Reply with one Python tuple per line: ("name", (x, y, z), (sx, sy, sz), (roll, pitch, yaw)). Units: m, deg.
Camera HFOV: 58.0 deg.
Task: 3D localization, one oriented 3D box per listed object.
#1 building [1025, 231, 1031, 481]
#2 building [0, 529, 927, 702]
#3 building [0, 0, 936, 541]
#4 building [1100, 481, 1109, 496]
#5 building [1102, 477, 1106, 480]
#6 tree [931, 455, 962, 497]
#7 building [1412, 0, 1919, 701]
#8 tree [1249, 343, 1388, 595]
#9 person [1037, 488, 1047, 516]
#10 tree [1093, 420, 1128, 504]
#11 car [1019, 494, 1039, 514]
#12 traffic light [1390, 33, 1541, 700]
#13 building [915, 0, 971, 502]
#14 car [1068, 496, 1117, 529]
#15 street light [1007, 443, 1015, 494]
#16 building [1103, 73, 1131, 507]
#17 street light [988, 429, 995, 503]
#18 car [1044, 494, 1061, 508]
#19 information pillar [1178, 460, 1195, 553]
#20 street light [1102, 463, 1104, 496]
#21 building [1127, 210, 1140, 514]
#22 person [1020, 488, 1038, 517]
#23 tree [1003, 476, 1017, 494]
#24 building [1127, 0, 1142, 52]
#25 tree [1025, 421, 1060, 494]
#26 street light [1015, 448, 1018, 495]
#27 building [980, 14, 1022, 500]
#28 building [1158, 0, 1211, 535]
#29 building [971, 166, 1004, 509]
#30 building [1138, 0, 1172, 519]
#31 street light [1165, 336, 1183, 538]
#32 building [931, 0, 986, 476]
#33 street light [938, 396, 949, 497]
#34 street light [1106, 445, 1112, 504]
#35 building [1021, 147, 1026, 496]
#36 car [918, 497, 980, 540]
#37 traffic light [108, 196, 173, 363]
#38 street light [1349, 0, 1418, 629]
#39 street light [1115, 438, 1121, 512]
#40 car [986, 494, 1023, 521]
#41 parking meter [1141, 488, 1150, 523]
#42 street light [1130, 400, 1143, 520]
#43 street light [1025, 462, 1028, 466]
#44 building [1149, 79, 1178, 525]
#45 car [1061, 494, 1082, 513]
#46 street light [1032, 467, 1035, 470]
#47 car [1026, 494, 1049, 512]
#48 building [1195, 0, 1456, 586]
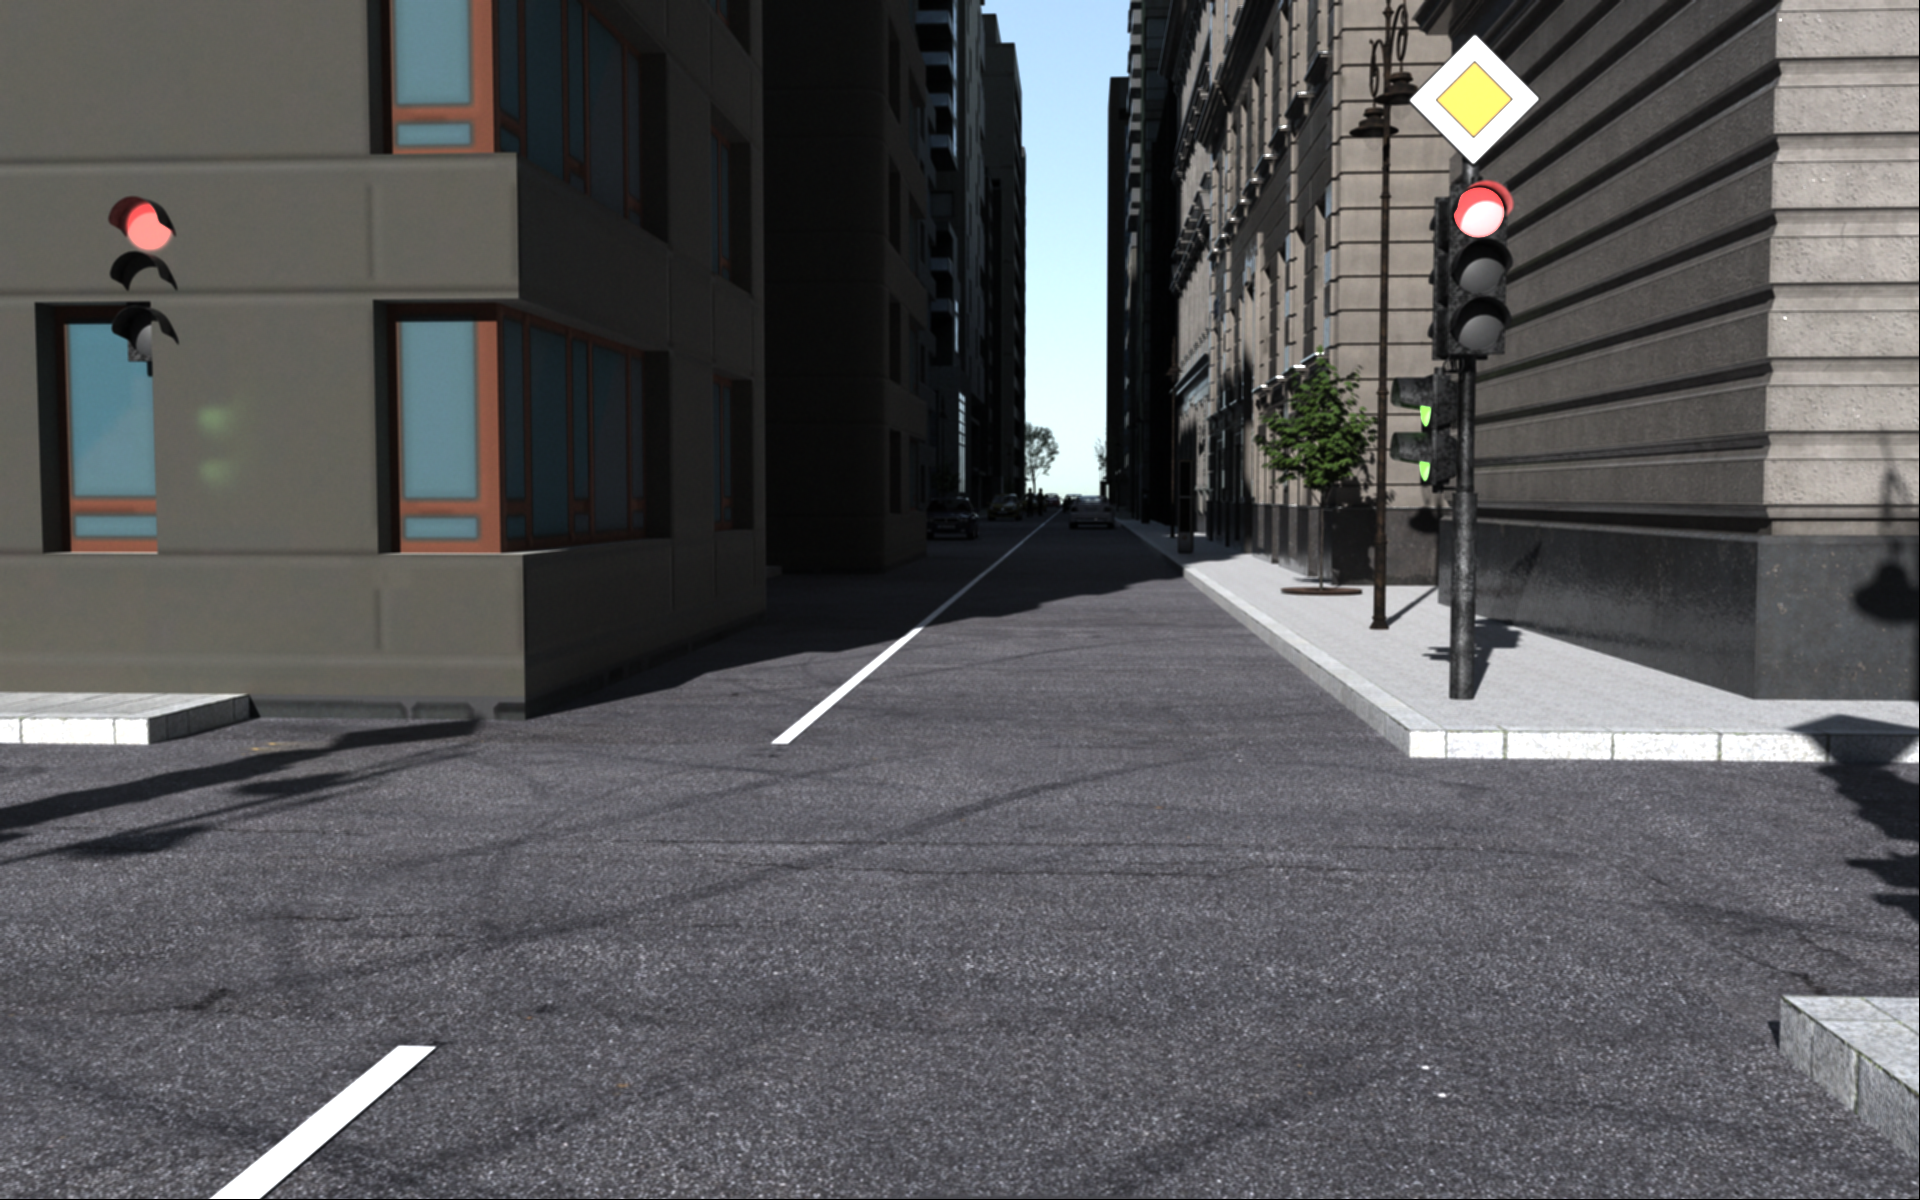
("building", (-2.951, -36.817, 221.573), (23.786, 49.044, 30.456), (0, 4, 4))
("building", (-15.554, -11.047, 25.654), (27.650, 21.520, 28.899), (0, 4, 4))
("building", (-15.879, -13.462, 65.150), (27.650, 21.520, 28.899), (0, 4, 4))
("building", (35.006, -33.008, 231.563), (32.217, 40.220, 23.993), (0, 4, 4))
("building", (28.868, -35.772, 204.478), (23.786, 49.044, 30.456), (0, 4, 4))
("tree", (-0.693, -5.576, 85.773), (1.663, 3.219, 1.824), (0, 3, 0))
("building", (14.499, -11.336, 14.223), (19.941, 23.489, 11.050), (0, 4, 4))
("tree", (4.544, -1.697, 22.355), (1.663, 3.219, 1.824), (0, 3, 0))
("person", (5.317, -6.427, 113.674), (0.705, 1.812, 1.348), (-2, 4, -25))
("tree", (15.308, -13.505, 171.165), (4.360, 8.622, 3.978), (0, 3, 0))
("car", (5.174, -7.253, 128.804), (2.015, 1.641, 3.980), (0, 4, 3))
("traffic light", (3.129, -1.335, 10.755), (0.839, 4.253, 0.868), (0, 4, 4))
("building", (-10.165, -48.213, 100.950), (22.319, 86.520, 31.000), (0, 4, 4))
("car", (5.559, -3.694, 72.764), (2.083, 1.381, 4.827), (0, 4, 6))
("street light", (4.493, -11.305, 157.626), (0.468, 5.910, 1.993), (0, 4, 4))
("building", (22.548, -32.574, 182.687), (14.600, 45.320, 14.200), (0, 4, 4))
("street light", (2.183, -9.194, 123.106), (0.468, 5.910, 1.993), (0, 4, 4))
("car", (9.357, -10.320, 177.766), (2.155, 1.783, 4.494), (0, 4, 6))
("information pillar", (4.901, -2.022, 37.546), (0.304, 2.012, 0.304), (1, 4, 17))
("street light", (14.938, -12.436, 176.111), (0.468, 5.910, 1.993), (0, 4, 4))
("building", (25.427, -16.533, 115.354), (27.650, 21.520, 28.899), (0, 4, 4))
("person", (4.383, -6.137, 108.856), (1.348, 1.823, 0.705), (2, 4, 34))
("tree", (4.611, -10.230, 161.859), (1.663, 3.219, 1.824), (0, 3, 0))
("building", (25.276, -32.129, 144.919), (23.786, 49.044, 30.456), (0, 4, 4))
("tree", (10.447, -19.586, 245.986), (9.928, 11.665, 9.643), (0, 3, 0))
("street light", (5.518, -12.170, 171.769), (0.468, 5.910, 1.993), (0, 4, 4))
("building", (-4.605, -34.055, 180.505), (21.300, 48.544, 21.600), (0, 4, 4))
("building", (12.982, -13.617, 58.802), (11.583, 22.565, 21.152), (0, 4, 4))
("building", (-3.469, -23.303, 152.711), (14.160, 30.474, 14.107), (0, 4, 4))
("building", (16.749, -25.070, 93.490), (14.154, 41.232, 14.086), (0, 4, 4))
("street light", (6.259, -4.774, 50.841), (0.468, 5.910, 1.993), (0, 4, 4))
("building", (-12.093, -33.175, 131.649), (28.713, 52.752, 27.495), (0, 4, 4))
("street light", (-0.791, -6.581, 80.379), (0.468, 5.910, 1.993), (0, 4, 4))
("street light", (14.031, -11.539, 161.444), (0.468, 5.910, 1.993), (0, 4, 4))
("building", (0.283, -31.496, 198.546), (14.154, 41.232, 14.086), (0, 4, 4))
("car", (-0.327, -2.615, 55.336), (1.945, 1.354, 3.894), (0, 4, 3))
("traffic light", (-5.114, -1.369, 11.307), (0.839, 4.253, 0.868), (0, 4, 4))
("street light", (3.991, -2.662, 16.310), (0.468, 5.910, 1.993), (0, 4, 4))
("street light", (11.572, -9.432, 127.008), (0.468, 5.910, 1.993), (0, 4, 4))
("car", (2.445, -5.114, 93.844), (2.015, 1.641, 3.980), (0, 4, 5))
("parking meter", (8.122, -4.123, 75.826), (0.372, 1.533, 0.369), (0, 3, 0))
("street light", (8.737, -6.870, 85.113), (0.468, 5.910, 1.993), (0, 4, 4))
("street light", (7.852, -14.268, 206.073), (0.468, 5.910, 1.993), (0, 4, 4))
("building", (15.032, -15.154, 77.452), (12.332, 23.373, 15.834), (0, 4, 4))
("car", (8.806, -7.588, 133.851), (2.009, 1.686, 4.222), (0, 4, 4))
("street light", (10.258, -16.371, 240.445), (0.468, 5.910, 1.993), (0, 4, 4))
("car", (6.107, -7.877, 139.013), (2.015, 1.641, 3.980), (0, 4, 2))
("building", (11.674, -14.550, 35.159), (12.463, 27.353, 25.104), (0, 4, 4))
